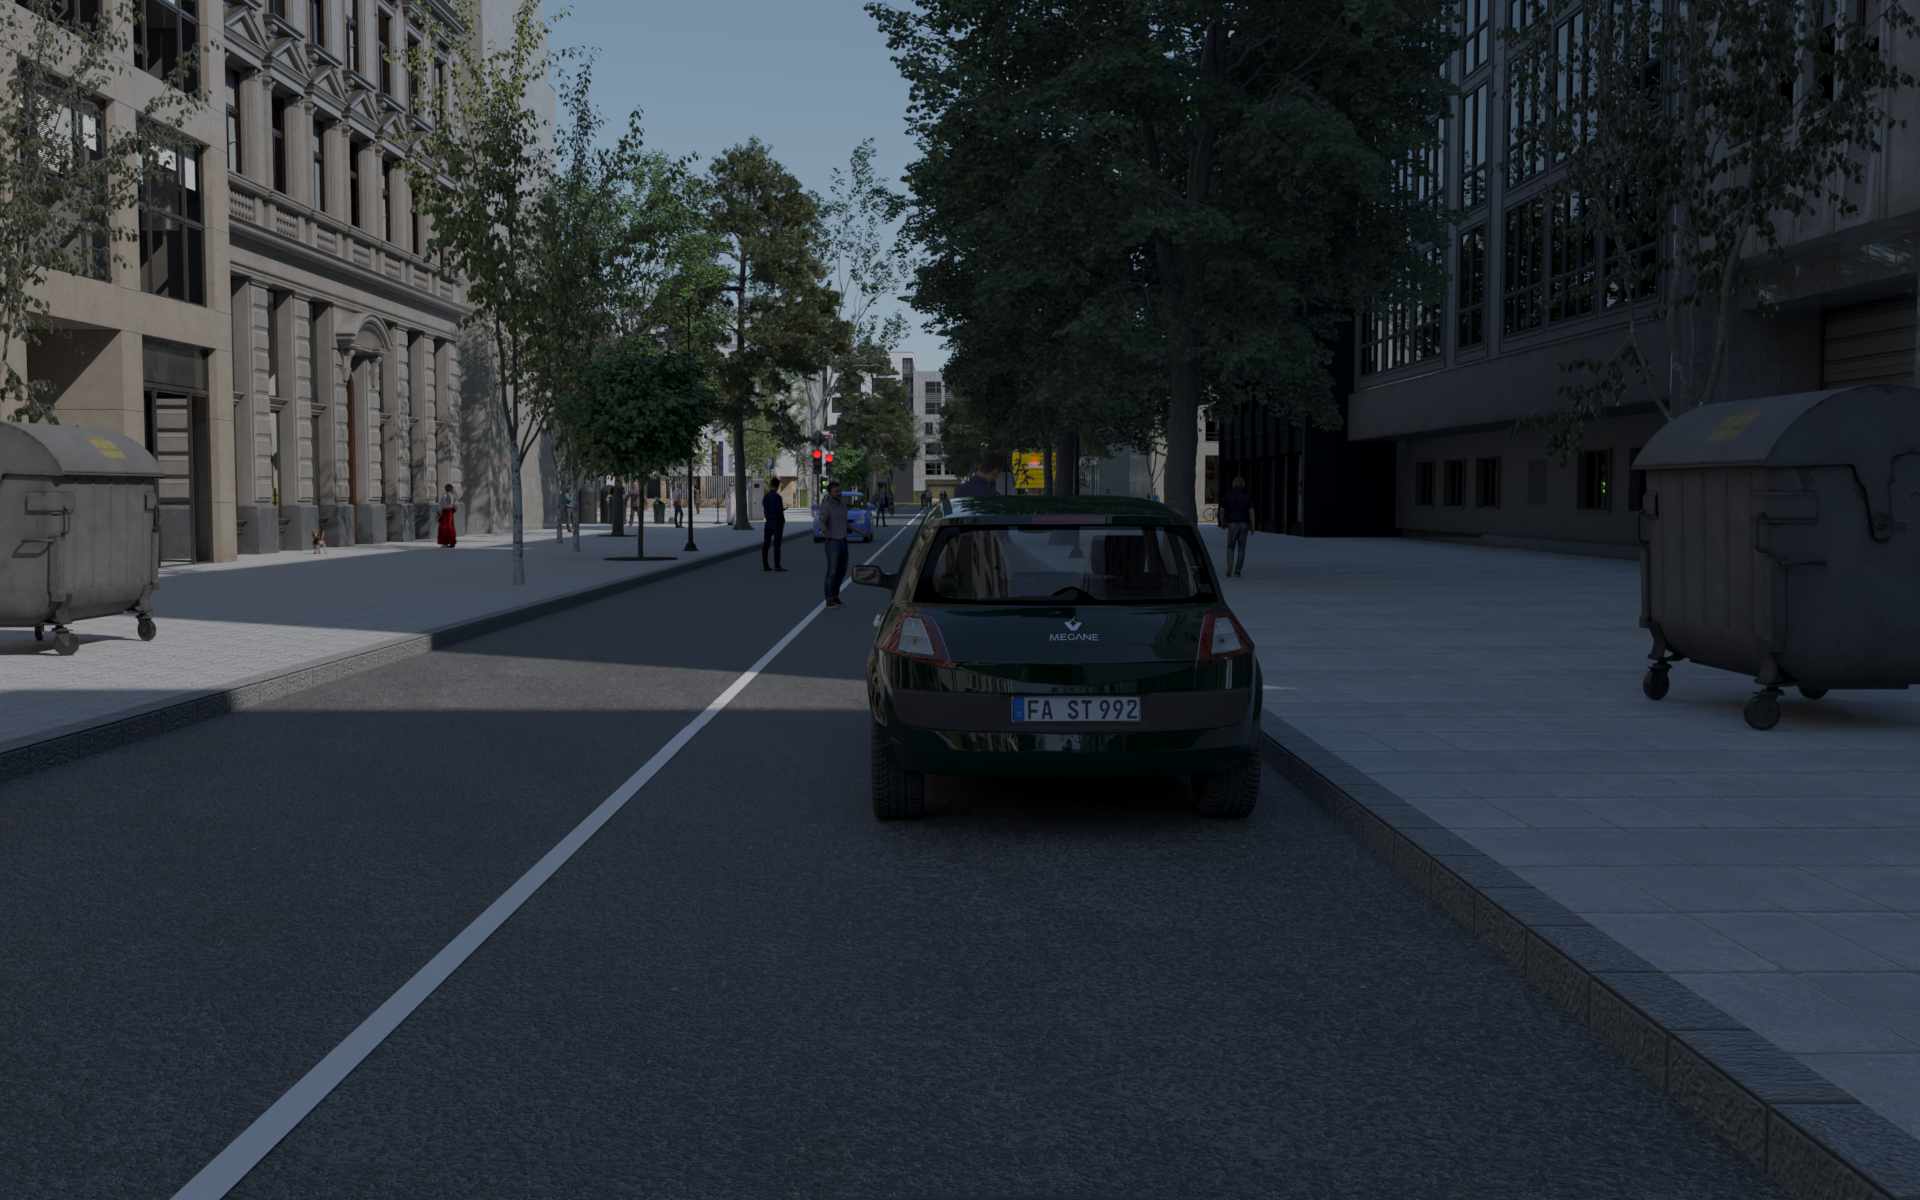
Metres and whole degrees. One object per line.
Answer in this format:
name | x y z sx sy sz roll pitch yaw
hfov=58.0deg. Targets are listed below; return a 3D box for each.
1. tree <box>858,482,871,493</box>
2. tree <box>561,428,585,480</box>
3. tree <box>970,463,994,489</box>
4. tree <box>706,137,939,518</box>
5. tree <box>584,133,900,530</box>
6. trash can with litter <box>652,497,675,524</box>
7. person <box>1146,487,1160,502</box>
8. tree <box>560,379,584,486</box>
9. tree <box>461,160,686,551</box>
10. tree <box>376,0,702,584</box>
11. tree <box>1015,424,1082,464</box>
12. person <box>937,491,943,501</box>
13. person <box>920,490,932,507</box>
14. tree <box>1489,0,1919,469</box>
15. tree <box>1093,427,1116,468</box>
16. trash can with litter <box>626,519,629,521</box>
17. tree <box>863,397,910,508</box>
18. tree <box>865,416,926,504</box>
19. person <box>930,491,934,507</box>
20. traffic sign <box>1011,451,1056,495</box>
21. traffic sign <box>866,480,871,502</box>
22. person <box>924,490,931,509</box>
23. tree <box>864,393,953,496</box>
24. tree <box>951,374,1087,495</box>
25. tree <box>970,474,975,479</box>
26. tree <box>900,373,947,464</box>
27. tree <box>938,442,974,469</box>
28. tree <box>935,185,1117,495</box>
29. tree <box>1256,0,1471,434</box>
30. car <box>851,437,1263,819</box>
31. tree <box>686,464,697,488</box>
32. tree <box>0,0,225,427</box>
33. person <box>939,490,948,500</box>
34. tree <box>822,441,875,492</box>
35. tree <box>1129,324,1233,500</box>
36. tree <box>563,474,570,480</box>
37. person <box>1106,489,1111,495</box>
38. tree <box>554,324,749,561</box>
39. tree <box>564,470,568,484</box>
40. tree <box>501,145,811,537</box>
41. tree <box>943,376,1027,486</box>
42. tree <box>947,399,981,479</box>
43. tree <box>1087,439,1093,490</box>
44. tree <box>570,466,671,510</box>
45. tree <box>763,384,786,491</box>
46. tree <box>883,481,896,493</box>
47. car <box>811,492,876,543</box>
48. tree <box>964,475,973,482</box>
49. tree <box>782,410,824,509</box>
tree | -8.592 -9.478 149.564 1.663 3.219 1.824 0 3 0
tree | -24.856 -11.243 105.873 6.751 12.117 7.091 0 3 0
tree | 2.407 -9.341 136.431 4.285 4.588 4.351 0 3 0
tree | -7.234 -14.494 92.868 12.611 20.169 13.585 0 3 0
tree | -7.779 -9.440 61.771 7.806 13.903 7.818 0 3 0
trash can with litter | -12.626 -3.836 74.099 1.055 1.170 0.624 -1 4 -11
person | 9.180 -4.544 82.206 0.647 1.594 0.662 0 4 -2
tree | -21.442 -11.560 96.430 7.806 13.903 7.818 0 3 0
tree | -8.610 -5.383 38.370 4.360 8.622 3.978 0 3 0
tree | -6.077 -4.523 24.321 4.737 8.622 4.395 0 3 0
tree | 4.479 -8.797 94.188 4.737 8.622 4.395 0 3 0
person | -2.415 -13.299 225.956 1.348 1.822 0.705 1 4 16
person | -3.706 -10.933 186.882 1.348 1.869 0.705 1 4 17
tree | 6.370 -3.946 14.874 4.360 8.622 3.978 0 3 0
tree | 7.368 -9.394 103.957 4.360 8.622 3.978 0 3 0
trash can with litter | -16.359 -4.384 82.738 1.678 1.210 2.233 1 4 20
tree | -8.031 -13.724 158.803 7.601 10.594 8.767 1 4 14
tree | -8.137 -16.919 202.380 9.928 11.665 9.643 0 3 0
person | -3.260 -11.565 198.301 0.721 1.736 1.217 2 4 24
traffic sign | 3.561 -5.395 82.081 2.265 3.308 0.079 1 4 9
traffic sign | -8.309 -9.401 153.804 0.768 2.556 0.104 0 4 3
person | -3.079 -9.565 164.749 0.709 1.838 0.599 -3 4 -37
tree | -8.852 -18.605 214.566 12.009 13.543 11.850 0 3 0
tree | 2.005 -7.264 69.131 4.360 8.622 3.978 0 3 0
tree | 1.162 -9.556 150.846 1.663 3.219 1.824 0 3 0
tree | -6.727 -14.143 138.666 7.806 13.903 7.818 0 3 0
tree | 1.913 -14.813 176.601 8.767 10.594 7.601 0 4 -4
tree | 2.729 -8.666 59.810 7.486 12.596 7.792 0 3 0
tree | 3.391 -7.322 26.378 9.857 13.997 8.962 0 3 0
car | 0.417 0.046 9.040 2.009 1.686 4.222 0 4 -1
tree | -17.601 -9.476 105.295 4.360 8.622 3.978 0 3 0
tree | -10.074 -4.108 17.525 4.360 8.622 3.978 0 3 0
person | -1.745 -11.320 193.520 1.348 1.831 0.705 -3 5 -43
tree | -6.963 -7.544 107.061 4.285 4.588 4.351 0 3 0
tree | 6.539 -6.203 51.783 4.737 8.622 4.395 0 3 0
tree | -30.972 -14.139 149.302 7.486 12.596 7.792 0 3 0
person | 8.532 -5.639 100.200 0.435 1.587 0.963 -2 4 -33
tree | -6.295 -3.056 33.686 4.285 4.588 4.351 0 3 0
tree | -26.375 -11.150 116.720 8.767 10.594 7.601 1 4 21
tree | -10.165 -7.708 51.779 9.928 11.665 9.643 0 3 0
tree | 2.167 -12.305 123.238 6.751 12.117 7.091 0 3 0
tree | 1.393 -15.783 165.471 7.806 13.903 7.818 0 3 0
tree | 4.603 -8.486 89.101 4.360 8.622 3.978 0 3 0
tree | -25.135 -13.384 136.960 7.486 12.596 7.792 0 3 0
tree | -13.121 -9.925 112.640 4.737 8.622 4.395 0 3 0
tree | -9.257 -14.343 229.100 1.663 3.219 1.824 0 3 0
car | -3.481 -2.591 51.957 1.945 1.707 3.694 0 4 -1
tree | 1.389 -19.623 231.206 12.009 13.543 11.850 0 3 0
tree | -13.524 -12.070 147.712 4.360 8.622 3.978 0 3 0
